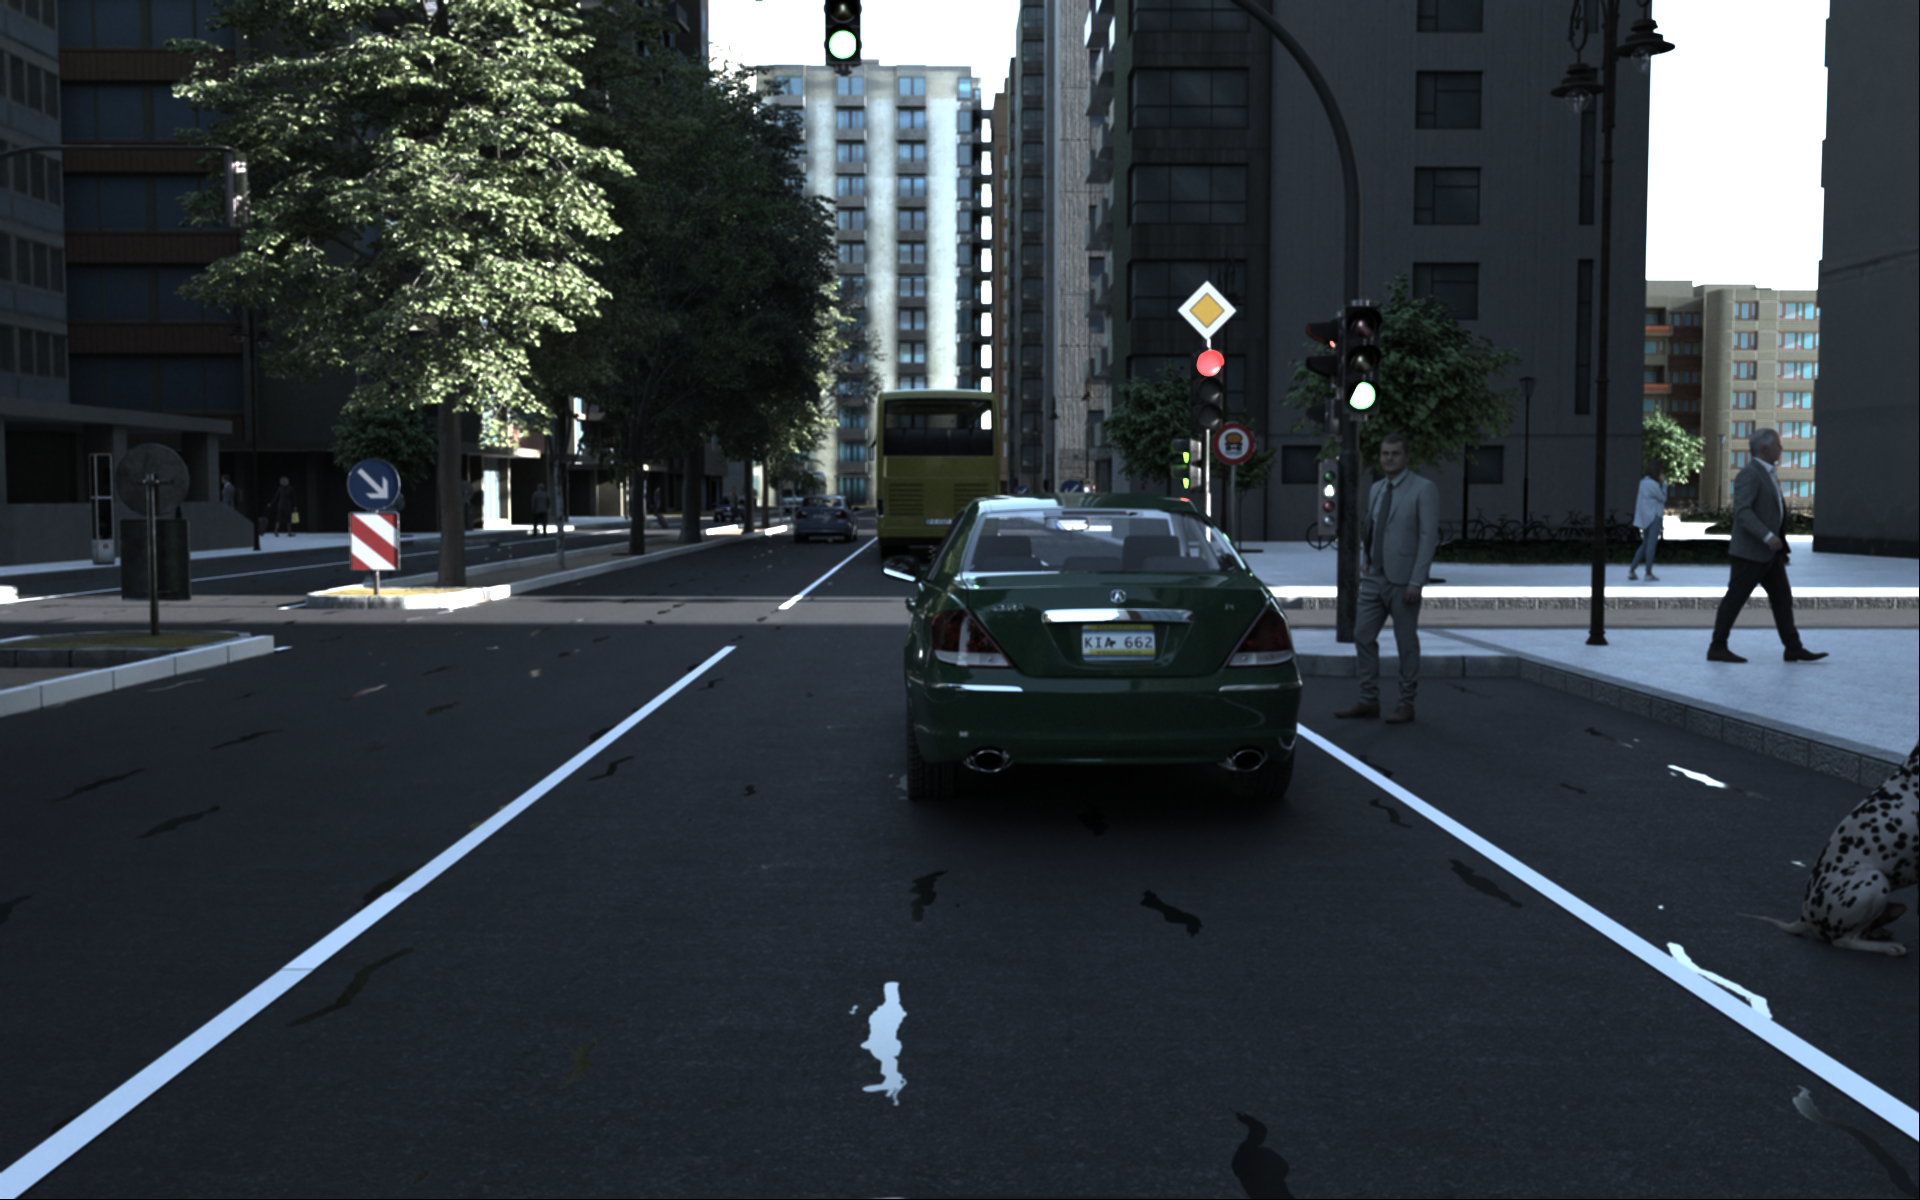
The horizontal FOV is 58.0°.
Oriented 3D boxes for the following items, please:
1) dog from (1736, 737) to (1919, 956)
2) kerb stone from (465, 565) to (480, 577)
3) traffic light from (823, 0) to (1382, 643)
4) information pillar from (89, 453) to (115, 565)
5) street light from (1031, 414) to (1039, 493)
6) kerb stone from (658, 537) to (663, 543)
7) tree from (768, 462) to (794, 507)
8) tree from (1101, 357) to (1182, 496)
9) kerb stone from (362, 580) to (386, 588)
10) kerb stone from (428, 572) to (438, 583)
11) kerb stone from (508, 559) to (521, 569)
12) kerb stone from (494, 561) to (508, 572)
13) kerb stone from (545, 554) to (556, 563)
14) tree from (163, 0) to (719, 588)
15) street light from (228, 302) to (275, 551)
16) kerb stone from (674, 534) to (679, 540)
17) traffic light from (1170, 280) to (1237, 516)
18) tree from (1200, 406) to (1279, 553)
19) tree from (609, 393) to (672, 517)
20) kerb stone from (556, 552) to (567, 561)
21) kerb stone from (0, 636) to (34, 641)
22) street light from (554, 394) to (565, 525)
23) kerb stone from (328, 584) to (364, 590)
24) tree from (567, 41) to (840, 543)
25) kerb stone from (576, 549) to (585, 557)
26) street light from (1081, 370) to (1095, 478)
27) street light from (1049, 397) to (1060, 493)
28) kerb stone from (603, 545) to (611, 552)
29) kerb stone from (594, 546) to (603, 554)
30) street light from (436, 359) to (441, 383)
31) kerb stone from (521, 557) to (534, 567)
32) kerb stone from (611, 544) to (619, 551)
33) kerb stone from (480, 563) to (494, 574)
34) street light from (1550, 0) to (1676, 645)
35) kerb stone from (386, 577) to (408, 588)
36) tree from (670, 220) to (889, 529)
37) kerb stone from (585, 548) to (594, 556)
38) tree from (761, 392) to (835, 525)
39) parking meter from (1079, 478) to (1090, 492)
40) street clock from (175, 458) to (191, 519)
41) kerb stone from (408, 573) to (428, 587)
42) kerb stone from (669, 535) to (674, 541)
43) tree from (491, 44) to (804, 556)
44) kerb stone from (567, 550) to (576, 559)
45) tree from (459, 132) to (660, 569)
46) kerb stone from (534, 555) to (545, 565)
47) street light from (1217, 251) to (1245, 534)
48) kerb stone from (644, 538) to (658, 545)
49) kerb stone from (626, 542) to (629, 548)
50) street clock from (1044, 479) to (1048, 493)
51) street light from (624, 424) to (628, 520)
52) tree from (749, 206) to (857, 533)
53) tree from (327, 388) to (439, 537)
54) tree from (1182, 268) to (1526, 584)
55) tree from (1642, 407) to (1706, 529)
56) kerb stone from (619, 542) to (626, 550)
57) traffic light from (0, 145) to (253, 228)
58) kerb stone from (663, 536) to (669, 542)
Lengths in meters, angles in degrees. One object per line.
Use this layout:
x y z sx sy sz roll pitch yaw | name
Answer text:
2.922 0.687 5.609 0.513 0.831 0.800 -3 5 -41 | dog
-8.573 -0.479 30.048 0.120 0.150 1.000 0 4 -1 | kerb stone
1.247 -2.452 14.753 4.771 5.953 1.251 0 4 -1 | traffic light
-15.554 -1.646 31.405 0.304 2.012 0.304 -3 5 -43 | information pillar
4.226 -7.641 97.725 0.468 5.910 1.993 0 4 -1 | street light
-8.869 -1.734 50.553 0.120 0.150 1.000 0 4 -1 | kerb stone
-18.027 -11.727 175.448 4.285 4.588 4.351 0 3 0 | tree
5.053 -3.548 41.719 4.285 4.588 4.351 0 3 0 | tree
-8.512 -0.167 24.931 0.120 0.150 1.000 0 4 -1 | kerb stone
-8.550 -0.355 28.004 0.120 0.150 1.000 0 4 -1 | kerb stone
-8.627 -0.668 33.125 0.120 0.150 1.000 0 4 -1 | kerb stone
-8.616 -0.605 32.095 0.120 0.150 1.000 0 4 -1 | kerb stone
-8.670 -0.855 36.214 0.120 0.150 1.000 0 4 -1 | kerb stone
-7.417 -6.382 24.936 7.486 12.596 7.792 0 3 0 | tree
-16.009 -4.066 39.260 0.468 5.910 1.993 0 4 -1 | street light
-8.912 -1.923 53.629 0.120 0.150 1.000 0 4 -1 | kerb stone
3.225 -2.079 22.908 0.839 4.253 0.868 0 4 -1 | traffic light
6.286 -2.661 38.102 1.663 3.219 1.824 0 3 0 | tree
-17.460 -8.889 95.701 4.360 8.622 3.978 0 3 0 | tree
-8.682 -0.913 37.236 0.120 0.150 1.000 0 4 -1 | kerb stone
-8.381 0.429 15.179 0.120 0.150 1.000 0 4 -1 | kerb stone
-16.553 -6.006 70.991 0.468 5.910 1.993 0 4 -1 | street light
-8.491 -0.097 23.909 0.120 0.150 1.000 0 4 -1 | kerb stone
-7.841 -8.611 49.902 9.857 13.997 8.962 0 3 0 | tree
-8.717 -1.045 39.281 0.120 0.150 1.000 0 4 -1 | kerb stone
4.756 -5.614 64.569 0.468 5.910 1.993 0 4 -1 | street light
4.388 -6.626 81.130 0.468 5.910 1.993 0 4 -1 | street light
-8.751 -1.227 42.353 0.120 0.150 1.000 0 4 -1 | kerb stone
-8.731 -1.170 41.329 0.120 0.150 1.000 0 4 -1 | kerb stone
-16.385 -5.044 55.255 0.468 5.910 1.993 0 4 -1 | street light
-8.635 -0.728 34.163 0.120 0.150 1.000 0 4 -1 | kerb stone
-8.770 -1.296 43.382 0.120 0.150 1.000 0 4 -1 | kerb stone
-8.597 -0.543 31.073 0.120 0.150 1.000 0 4 -1 | kerb stone
5.430 -2.557 14.589 0.468 5.910 1.993 0 4 -1 | street light
-8.520 -0.230 25.953 0.120 0.150 1.000 0 4 -1 | kerb stone
-7.971 -9.656 70.709 12.009 13.543 11.850 0 3 0 | tree
-8.725 -1.106 40.303 0.120 0.150 1.000 0 4 -1 | kerb stone
-8.149 -8.097 85.212 4.737 8.622 4.395 0 3 0 | tree
4.480 -3.470 62.448 0.399 1.863 0.255 -2 4 -35 | parking meter
-15.657 -1.842 34.691 0.358 2.002 0.471 1 4 22 | street clock
-8.536 -0.288 26.980 0.120 0.150 1.000 0 4 -1 | kerb stone
-8.897 -1.855 52.607 0.120 0.150 1.000 0 4 -1 | kerb stone
-7.417 -6.830 39.891 9.928 11.665 9.643 0 3 0 | tree
-8.701 -0.982 38.258 0.120 0.150 1.000 0 4 -1 | kerb stone
-7.552 -4.870 32.451 4.737 8.622 4.395 0 3 0 | tree
-8.657 -0.791 35.185 0.120 0.150 1.000 0 4 -1 | kerb stone
5.061 -3.689 33.097 0.468 5.910 1.993 0 4 -1 | street light
-8.850 -1.672 49.527 0.120 0.150 1.000 0 4 -1 | kerb stone
-8.796 -1.421 45.433 0.120 0.150 1.000 0 4 -1 | kerb stone
4.263 -4.977 85.941 0.358 2.002 0.471 0 4 1 | street clock
-16.775 -6.982 86.943 0.468 5.910 1.993 0 4 -1 | street light
-7.532 -8.583 60.914 7.486 12.596 7.792 0 3 0 | tree
-17.173 -4.177 52.001 4.285 4.588 4.351 0 3 0 | tree
6.344 -2.548 25.372 4.285 4.588 4.351 0 3 0 | tree
25.590 -4.907 63.948 4.285 4.588 4.351 0 3 0 | tree
-8.777 -1.357 44.404 0.120 0.150 1.000 0 4 -1 | kerb stone
-11.744 -2.939 22.719 4.771 5.953 1.251 0 4 -1 | traffic light
-8.881 -1.795 51.582 0.120 0.150 1.000 0 4 -1 | kerb stone
